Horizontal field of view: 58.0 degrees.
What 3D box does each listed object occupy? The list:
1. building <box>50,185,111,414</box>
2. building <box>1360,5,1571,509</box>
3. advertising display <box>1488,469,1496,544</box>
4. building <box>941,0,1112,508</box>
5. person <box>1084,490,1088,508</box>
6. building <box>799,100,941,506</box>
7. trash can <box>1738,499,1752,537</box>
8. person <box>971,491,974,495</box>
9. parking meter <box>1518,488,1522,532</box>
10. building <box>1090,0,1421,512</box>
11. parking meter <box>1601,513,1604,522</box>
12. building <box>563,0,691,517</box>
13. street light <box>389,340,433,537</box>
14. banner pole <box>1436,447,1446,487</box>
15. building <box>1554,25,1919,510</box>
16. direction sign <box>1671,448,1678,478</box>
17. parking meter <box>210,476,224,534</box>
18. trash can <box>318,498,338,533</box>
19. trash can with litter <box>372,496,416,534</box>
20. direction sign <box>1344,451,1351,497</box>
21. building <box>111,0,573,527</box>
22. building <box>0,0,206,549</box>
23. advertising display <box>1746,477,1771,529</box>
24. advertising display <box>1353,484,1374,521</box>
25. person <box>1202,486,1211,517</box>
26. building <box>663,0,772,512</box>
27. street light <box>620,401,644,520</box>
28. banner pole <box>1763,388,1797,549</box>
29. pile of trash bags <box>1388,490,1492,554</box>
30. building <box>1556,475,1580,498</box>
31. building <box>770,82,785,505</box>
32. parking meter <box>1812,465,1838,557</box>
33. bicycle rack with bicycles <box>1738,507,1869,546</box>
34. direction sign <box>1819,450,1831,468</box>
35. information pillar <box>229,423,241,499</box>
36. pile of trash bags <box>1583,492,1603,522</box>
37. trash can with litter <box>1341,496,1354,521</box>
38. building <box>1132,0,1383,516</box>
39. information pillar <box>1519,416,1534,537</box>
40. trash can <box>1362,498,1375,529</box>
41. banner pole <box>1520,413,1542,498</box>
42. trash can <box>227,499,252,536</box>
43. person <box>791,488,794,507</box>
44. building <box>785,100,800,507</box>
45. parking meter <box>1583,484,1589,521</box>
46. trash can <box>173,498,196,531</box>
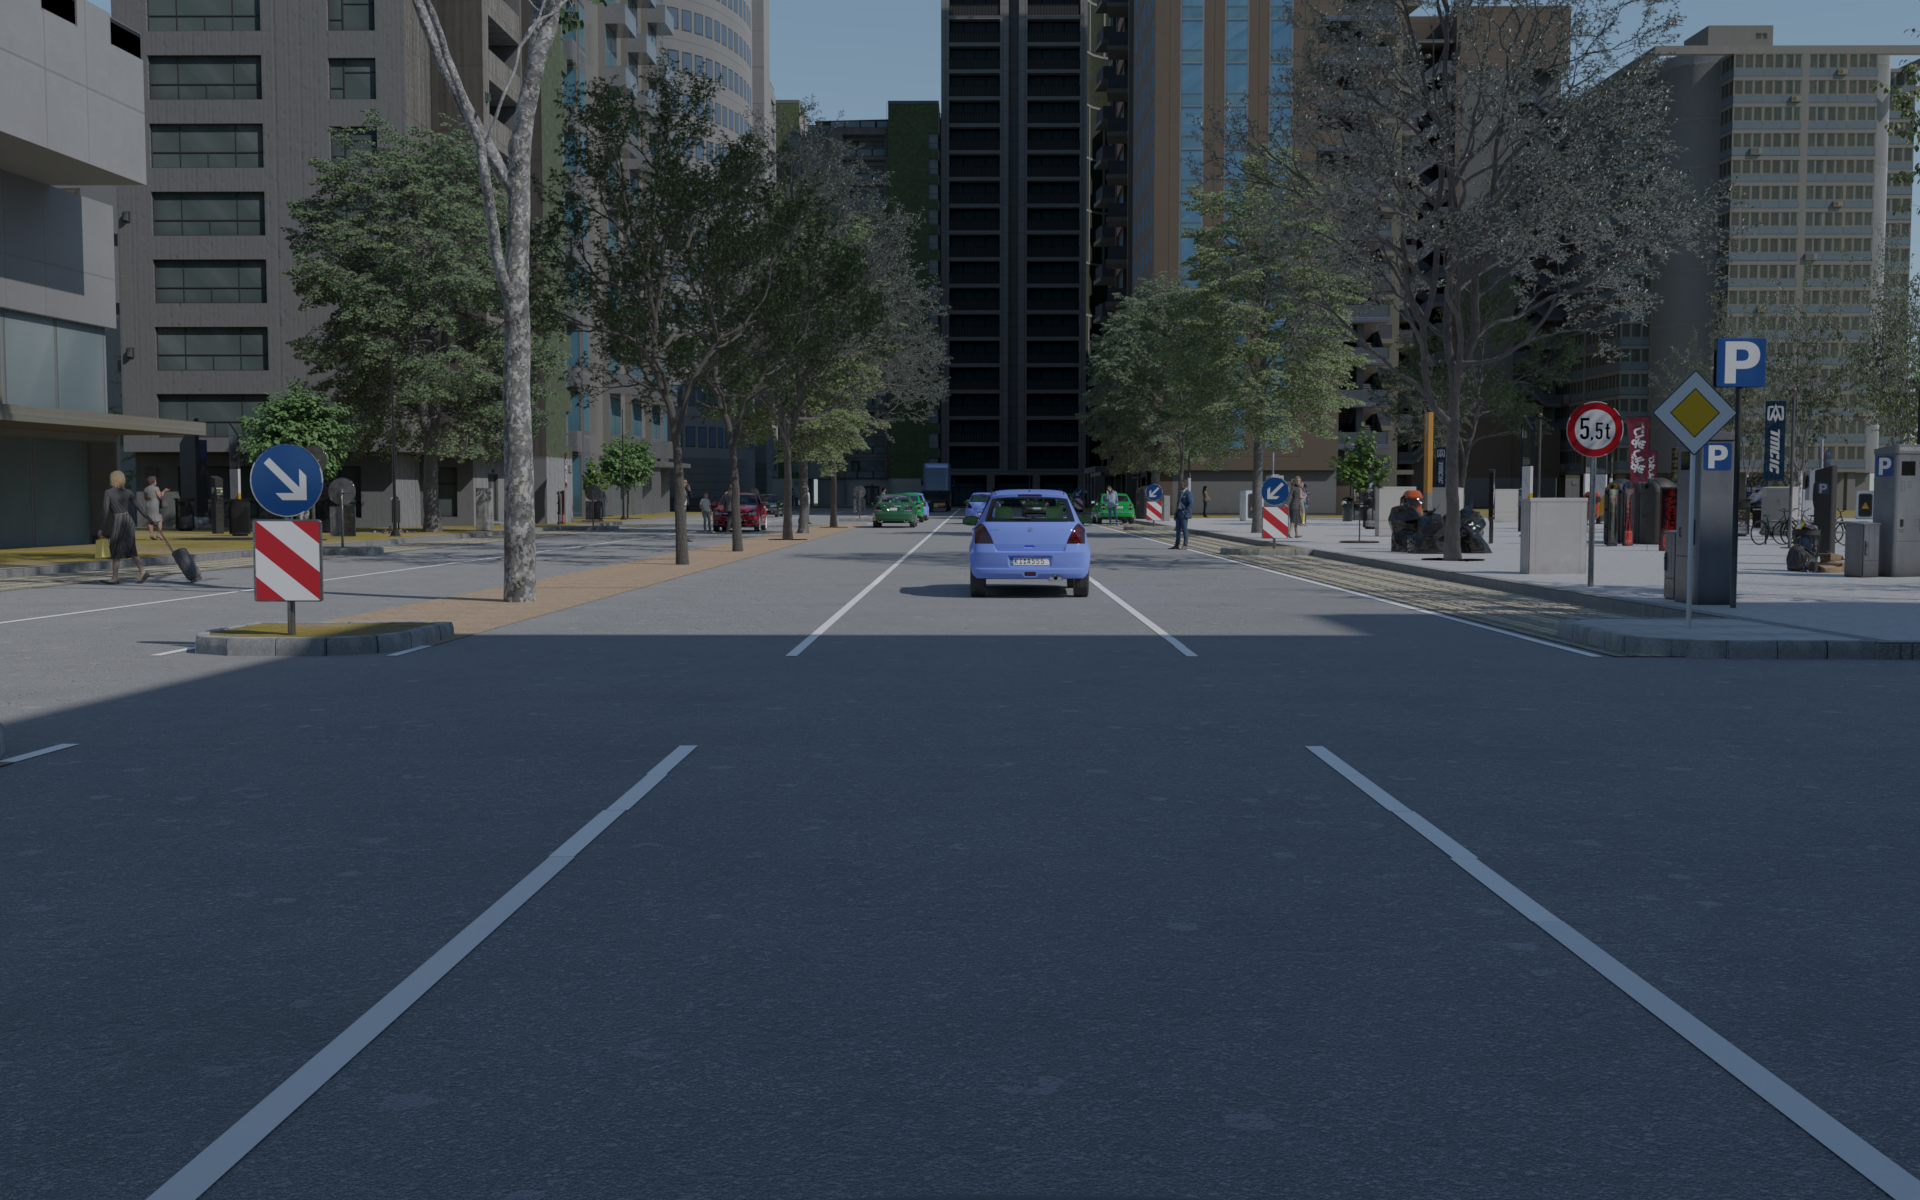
[{"bbox_3d":[-74.836,-23.764,160.244,14.107,30.474,14.160,0,4,1],"label":"building"},{"bbox_3d":[45.648,-31.053,157.833,14.200,45.320,14.600,0,4,1],"label":"building"},{"bbox_3d":[13.860,-2.442,45.137,0.123,1.923,0.974,1,4,20],"label":"advertising display"},{"bbox_3d":[8.446,-45.669,184.940,20.611,71.187,20.563,0,4,1],"label":"building"},{"bbox_3d":[11.352,-9.181,156.949,0.445,1.727,0.742,-1,4,-14],"label":"person"},{"bbox_3d":[-8.925,-30.582,183.603,14.086,41.232,14.154,0,4,1],"label":"building"},{"bbox_3d":[23.505,-2.484,52.261,0.748,1.137,0.748,0,3,0],"label":"trash can"},{"bbox_3d":[1.281,-9.597,166.127,0.721,1.735,1.217,0,4,2],"label":"person"},{"bbox_3d":[19.244,-3.100,59.096,0.372,1.533,0.369,0,3,0],"label":"parking meter"},{"bbox_3d":[21.545,-29.102,130.441,22.147,44.769,28.867,0,4,1],"label":"building"},{"bbox_3d":[29.598,-4.548,80.075,0.255,1.863,0.399,3,5,40],"label":"parking meter"},{"bbox_3d":[-30.005,-29.773,106.398,23.786,49.044,30.456,0,4,1],"label":"building"},{"bbox_3d":[-16.554,-4.874,52.230,1.470,5.913,1.316,0,4,1],"label":"street light"},{"bbox_3d":[22.650,-5.567,81.042,0.863,3.779,0.401,2,4,33],"label":"banner pole"},{"bbox_3d":[65.060,-27.994,149.576,23.993,40.220,32.217,0,4,1],"label":"building"},{"bbox_3d":[35.294,-5.684,84.931,0.379,3.537,0.876,-3,5,-41],"label":"direction sign"},{"bbox_3d":[-23.957,-3.068,55.873,0.399,1.863,0.255,3,5,42],"label":"parking meter"},{"bbox_3d":[-20.911,-2.793,57.324,0.748,1.137,0.748,0,3,0],"label":"trash can"},{"bbox_3d":[-18.730,-2.798,56.805,1.678,1.210,2.233,0,4,0],"label":"trash can with litter"},{"bbox_3d":[20.117,-5.945,89.194,0.876,3.537,0.379,-2,4,-28],"label":"direction sign"},{"bbox_3d":[-24.827,-18.348,71.699,14.160,30.474,14.107,0,4,1],"label":"building"},{"bbox_3d":[-32.909,-26.938,29.672,28.713,52.752,27.495,0,4,1],"label":"building"},{"bbox_3d":[29.760,-3.632,64.604,0.123,1.923,0.974,-2,4,-26],"label":"advertising display"},{"bbox_3d":[19.384,-4.768,83.175,0.974,1.923,0.123,1,4,14],"label":"advertising display"},{"bbox_3d":[13.547,-5.406,95.154,0.721,1.735,1.217,0,4,-7],"label":"person"},{"bbox_3d":[-27.009,-36.314,135.735,21.231,58.520,28.212,0,4,1],"label":"building"},{"bbox_3d":[-16.222,-6.945,86.093,1.470,5.913,1.316,0,4,1],"label":"street light"},{"bbox_3d":[19.366,-3.108,40.835,0.863,3.779,0.401,1,4,8],"label":"banner pole"},{"bbox_3d":[10.493,-1.768,38.665,1.912,1.369,3.447,0,4,-3],"label":"pile of trash bags"},{"bbox_3d":[56.436,-30.523,182.647,14.086,41.232,14.154,0,4,1],"label":"building"},{"bbox_3d":[-24.288,-29.151,160.220,14.086,41.232,14.154,0,4,1],"label":"building"},{"bbox_3d":[17.724,-1.823,35.516,0.255,1.863,0.399,-3,5,-41],"label":"parking meter"},{"bbox_3d":[21.277,-1.836,43.394,2.925,0.926,2.852,0,4,-1],"label":"bicycle rack with bicycles"},{"bbox_3d":[44.232,-5.911,88.639,0.876,3.537,0.379,-2,4,-30],"label":"direction sign"},{"bbox_3d":[-24.010,-4.036,57.344,0.504,3.616,0.183,2,4,35],"label":"information pillar"},{"bbox_3d":[22.309,-2.939,57.804,1.912,1.369,3.447,-3,4,-36],"label":"pile of trash bags"},{"bbox_3d":[18.071,-4.263,81.092,0.624,1.170,1.055,0,4,3],"label":"trash can with litter"},{"bbox_3d":[18.416,-28.055,108.803,14.600,45.320,14.200,0,4,1],"label":"building"},{"bbox_3d":[16.954,-3.695,51.765,0.183,3.616,0.504,-1,4,-12],"label":"information pillar"},{"bbox_3d":[15.021,-3.154,63.225,0.748,1.137,0.748,0,3,0],"label":"trash can"},{"bbox_3d":[17.766,-3.900,53.785,0.863,3.779,0.401,3,5,44],"label":"banner pole"},{"bbox_3d":[-22.006,-2.523,52.908,0.748,1.137,0.748,0,3,0],"label":"trash can"},{"bbox_3d":[-16.353,-9.958,168.489,0.705,1.869,1.348,0,4,-7],"label":"person"},{"bbox_3d":[-23.014,-30.561,183.272,14.086,41.232,14.154,0,4,1],"label":"building"},{"bbox_3d":[30.252,-4.768,83.667,0.255,1.863,0.399,3,4,37],"label":"parking meter"},{"bbox_3d":[-26.873,-2.960,60.048,0.748,1.137,0.748,0,3,0],"label":"trash can"}]
